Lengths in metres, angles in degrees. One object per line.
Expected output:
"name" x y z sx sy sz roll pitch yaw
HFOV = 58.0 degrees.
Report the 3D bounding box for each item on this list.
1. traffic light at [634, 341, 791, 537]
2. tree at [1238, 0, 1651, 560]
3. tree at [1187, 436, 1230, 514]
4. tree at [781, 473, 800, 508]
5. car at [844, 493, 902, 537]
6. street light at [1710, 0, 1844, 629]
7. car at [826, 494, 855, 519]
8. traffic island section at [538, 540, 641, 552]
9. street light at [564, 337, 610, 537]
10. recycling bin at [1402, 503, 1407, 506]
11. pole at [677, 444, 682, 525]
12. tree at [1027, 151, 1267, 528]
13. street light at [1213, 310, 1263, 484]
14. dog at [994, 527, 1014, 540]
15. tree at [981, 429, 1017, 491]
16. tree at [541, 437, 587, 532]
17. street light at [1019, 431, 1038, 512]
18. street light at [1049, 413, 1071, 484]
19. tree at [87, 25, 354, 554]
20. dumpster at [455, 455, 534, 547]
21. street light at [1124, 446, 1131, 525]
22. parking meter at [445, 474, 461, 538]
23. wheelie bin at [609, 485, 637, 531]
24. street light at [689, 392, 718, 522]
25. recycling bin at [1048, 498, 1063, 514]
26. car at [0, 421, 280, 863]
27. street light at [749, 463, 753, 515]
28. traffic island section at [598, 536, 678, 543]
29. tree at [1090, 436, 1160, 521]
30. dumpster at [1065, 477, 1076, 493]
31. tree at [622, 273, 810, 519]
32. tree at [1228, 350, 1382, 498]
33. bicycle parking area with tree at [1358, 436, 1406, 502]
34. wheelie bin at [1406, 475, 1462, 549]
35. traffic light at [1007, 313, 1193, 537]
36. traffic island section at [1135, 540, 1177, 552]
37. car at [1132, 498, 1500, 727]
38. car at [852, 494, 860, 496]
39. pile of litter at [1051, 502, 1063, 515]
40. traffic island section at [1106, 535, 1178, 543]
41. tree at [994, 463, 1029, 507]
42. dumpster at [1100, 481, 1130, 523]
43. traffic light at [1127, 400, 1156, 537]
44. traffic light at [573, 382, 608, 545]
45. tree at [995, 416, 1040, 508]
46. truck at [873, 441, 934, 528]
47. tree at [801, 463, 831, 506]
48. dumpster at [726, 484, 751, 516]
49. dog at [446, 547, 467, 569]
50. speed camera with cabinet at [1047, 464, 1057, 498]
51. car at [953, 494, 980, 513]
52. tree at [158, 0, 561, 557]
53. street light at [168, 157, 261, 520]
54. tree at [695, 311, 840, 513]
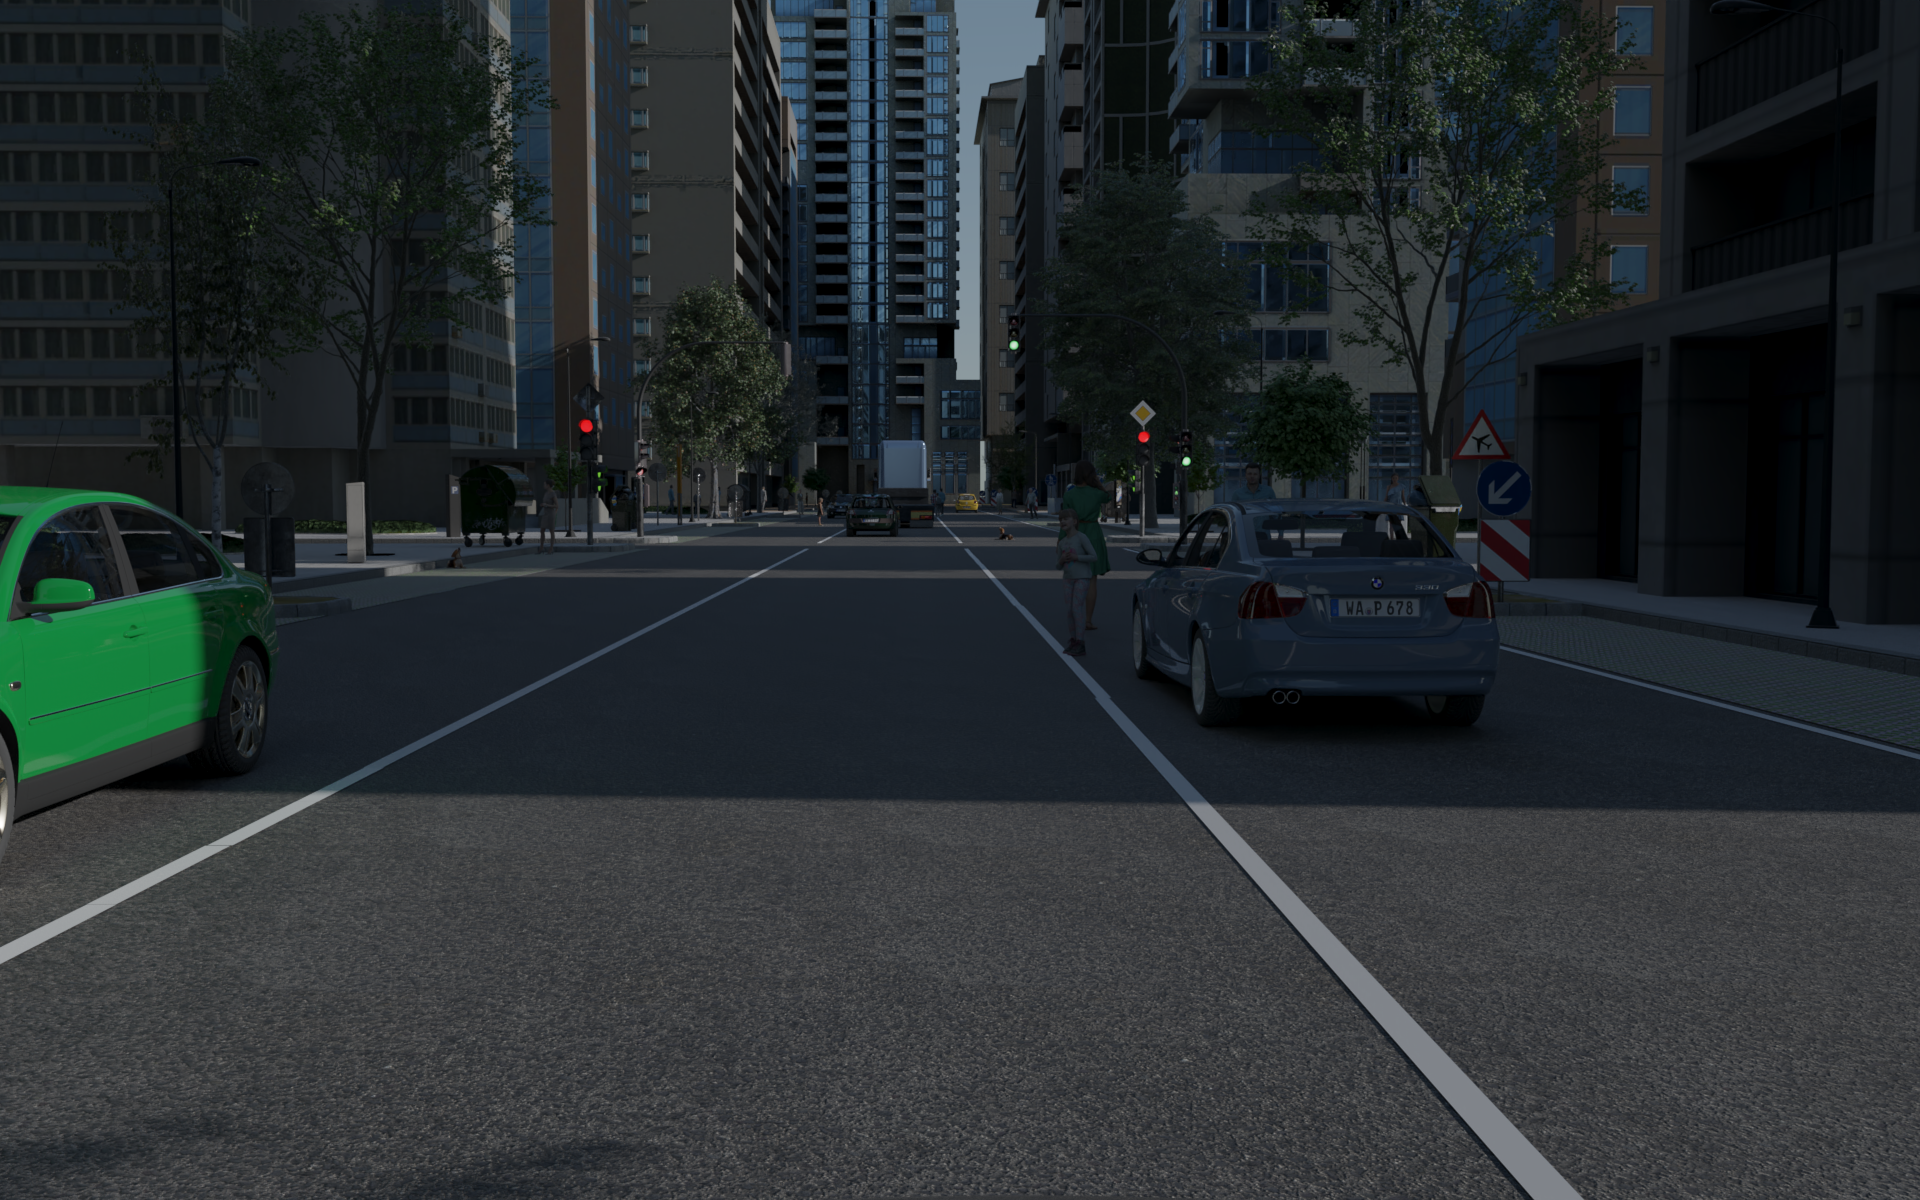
"traffic light" -7.421 -4.706 51.614 4.771 5.953 1.251 0 4 -1
"tree" 9.138 -6.581 33.353 9.928 11.665 9.643 0 3 0
"tree" 7.914 -3.872 57.913 1.663 3.219 1.824 0 3 0
"tree" -15.255 -9.818 155.120 1.663 3.219 1.824 0 3 0
"car" -2.987 -3.033 59.369 2.009 1.686 4.222 0 4 -1
"street light" 7.750 -2.686 16.457 1.470 5.913 1.316 0 4 -1
"car" -6.916 -5.674 102.558 2.009 1.686 4.222 0 4 0
"traffic island section" -9.347 -1.309 43.677 2.009 0.180 2.903 0 4 -1
"street light" -11.049 -4.822 51.378 1.470 5.913 1.316 0 4 -1
"recycling bin" 12.808 -2.383 51.522 0.722 1.027 0.722 -1 4 -19
"pole" -11.501 -4.720 71.022 0.158 3.312 0.155 0 3 0
"tree" 7.194 -9.678 64.883 9.857 13.997 8.962 0 3 0
"street light" 7.097 -4.368 43.962 1.470 5.913 1.316 0 4 -1
"dog" 1.383 -2.065 53.951 0.550 0.427 0.748 -1 4 -13
"tree" 4.391 -14.830 192.826 4.360 8.622 3.978 0 3 0
"tree" -13.579 -3.950 59.178 1.663 3.219 1.824 0 3 0
"street light" 5.019 -9.452 127.081 1.470 5.913 1.316 0 4 -1
"street light" 5.763 -7.737 99.038 1.470 5.913 1.316 0 4 -1
"tree" -12.009 -4.746 27.956 4.360 8.622 3.978 0 3 0
"dumpster" -11.411 -2.442 42.428 1.502 2.255 1.985 0 4 -1
"street light" 6.380 -6.040 71.297 1.470 5.913 1.316 0 4 -1
"parking meter" -14.987 -2.785 51.239 0.399 1.863 0.255 -3 5 -43
"wheelie bin" -11.671 -3.179 59.889 0.693 1.594 0.980 1 4 13
"street light" -11.663 -6.496 78.744 1.470 5.913 1.316 0 4 -1
"recycling bin" 6.030 -5.936 109.604 0.722 1.027 0.722 -3 4 -38
"car" -4.441 0.083 7.441 1.959 1.807 4.718 0 4 -3
"street light" -12.401 -8.198 106.584 1.470 5.913 1.316 0 4 -1
"traffic island section" -9.550 -1.797 51.660 2.009 0.180 2.903 0 4 -1
"tree" 7.671 -5.990 81.653 4.285 4.588 4.351 0 3 0
"dumpster" 6.472 -5.567 93.509 1.502 2.255 1.985 0 4 -2
"tree" -12.849 -10.600 90.315 9.611 12.733 9.660 0 3 0
"tree" 7.910 -3.417 39.586 4.285 4.588 4.351 0 3 0
"bicycle parking area with tree" 19.432 -5.950 84.278 9.016 4.147 8.231 2 4 25
"wheelie bin" 7.977 -1.308 29.289 0.980 1.594 0.693 -1 4 -22
"traffic light" 3.561 -4.225 43.744 4.771 5.953 1.251 0 4 -1
"traffic island section" 5.690 -1.332 44.054 2.009 0.180 2.903 0 4 -1
"car" 2.284 0.002 11.973 2.014 1.417 4.499 0 4 -2
"car" -8.596 -8.183 145.587 2.131 1.459 4.920 0 4 0
"pile of litter" 6.160 -5.658 106.466 1.176 0.858 1.719 0 4 -3
"traffic island section" 5.487 -1.820 52.036 2.009 0.180 2.903 0 4 -1
"tree" 5.011 -11.319 168.773 4.285 4.588 4.351 0 3 0
"dumpster" 7.000 -4.433 78.236 1.264 1.857 1.865 0 4 -1
"traffic light" 5.446 -3.853 51.921 0.839 4.253 0.868 0 4 -1
"traffic light" -9.307 -3.341 43.543 0.839 4.253 0.868 0 4 -1
"tree" 5.328 -13.058 163.854 4.737 8.622 4.395 0 3 0
"truck" -2.662 -5.603 81.371 2.967 4.110 18.799 0 4 -2
"tree" -15.389 -12.292 184.694 4.285 4.588 4.351 0 3 0
"dumpster" -12.813 -5.767 100.046 1.264 1.857 1.865 0 4 -1
"dog" -9.658 -0.808 33.408 0.550 0.427 0.748 1 4 8
"speed camera with cabinet" 6.142 -7.430 115.815 0.660 3.252 2.038 0 4 4
"car" 0.497 -7.442 131.907 2.015 1.641 3.980 0 4 0
"tree" -12.246 -6.730 35.785 9.928 11.665 9.643 0 3 0
"street light" -10.322 -3.146 23.986 1.470 5.913 1.316 0 4 -1
"tree" -13.637 -12.635 116.959 12.009 13.543 11.850 0 3 0
